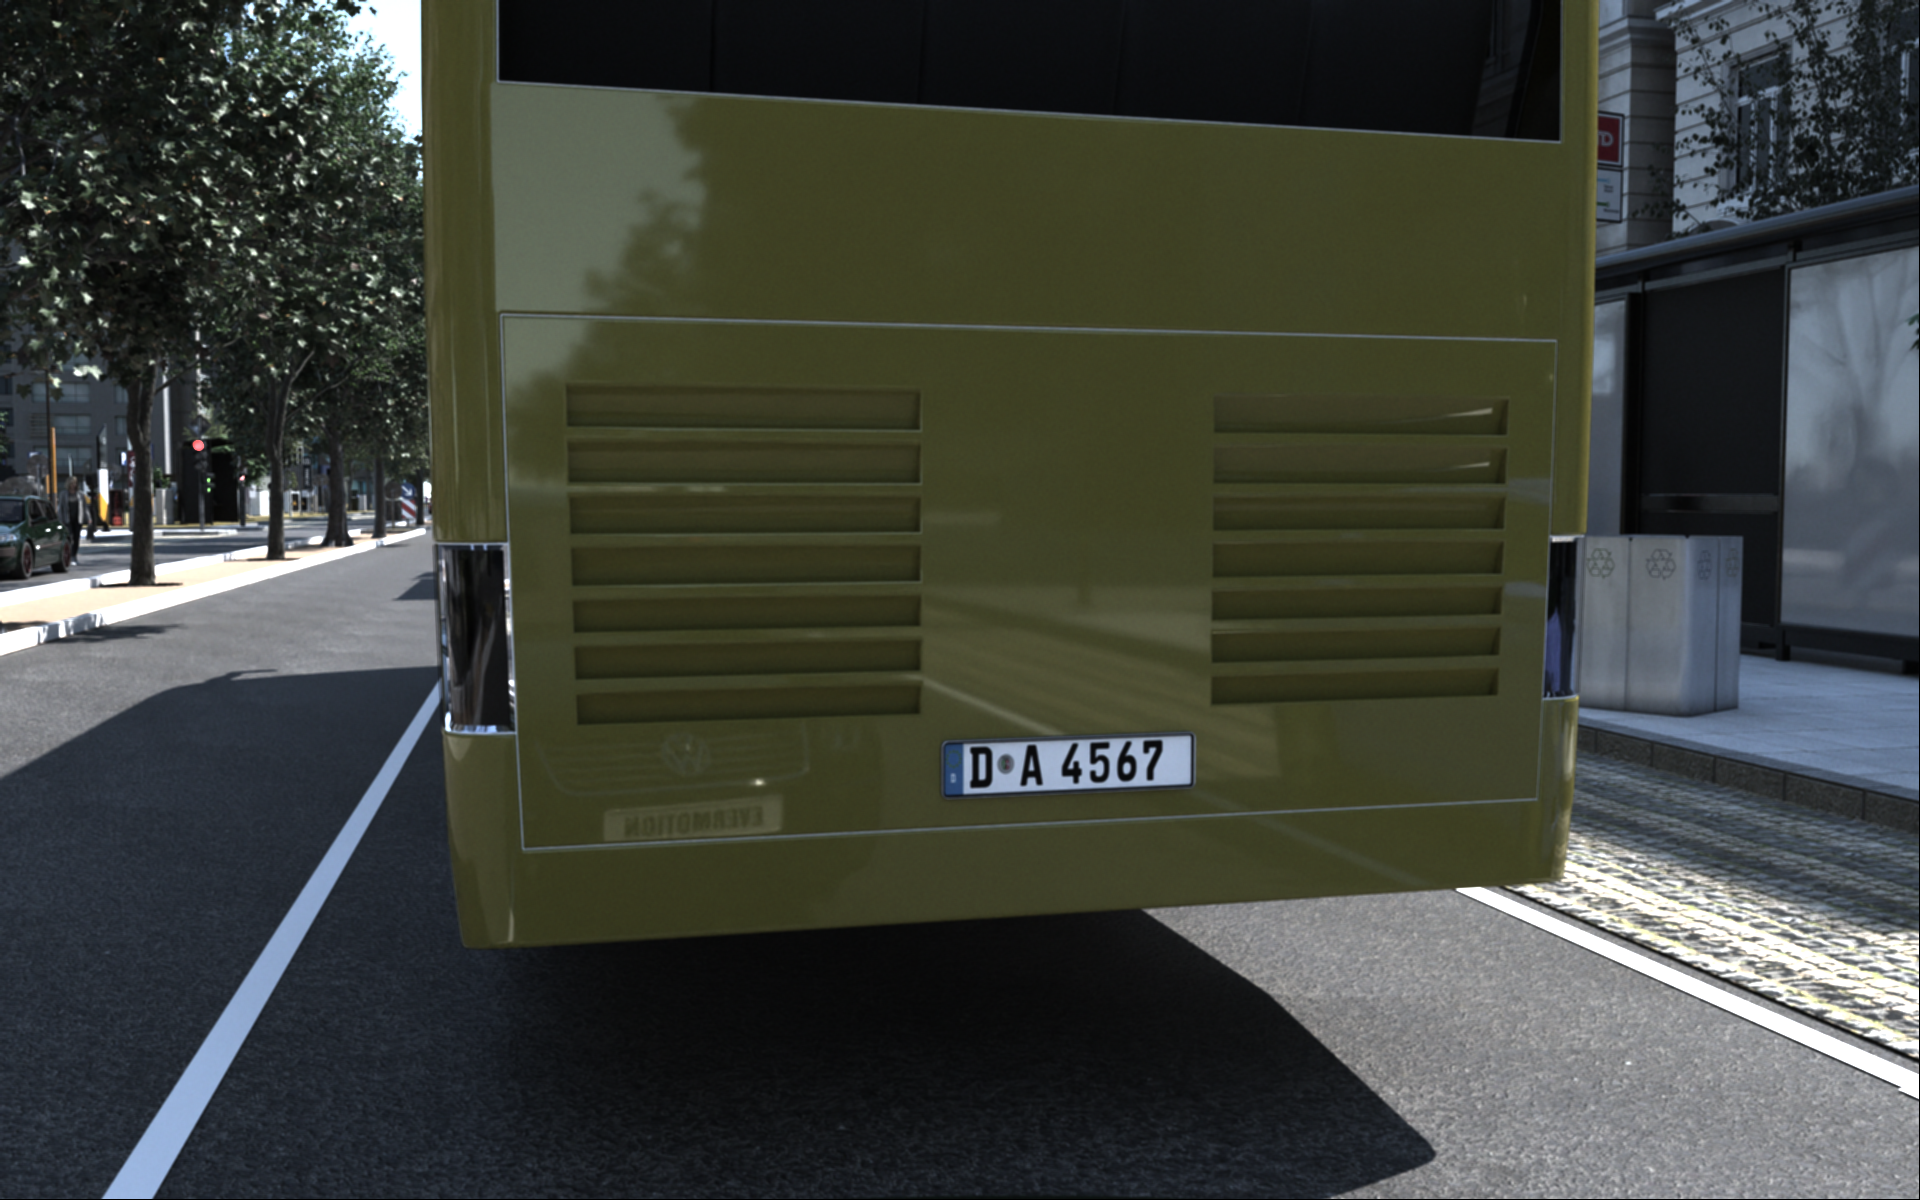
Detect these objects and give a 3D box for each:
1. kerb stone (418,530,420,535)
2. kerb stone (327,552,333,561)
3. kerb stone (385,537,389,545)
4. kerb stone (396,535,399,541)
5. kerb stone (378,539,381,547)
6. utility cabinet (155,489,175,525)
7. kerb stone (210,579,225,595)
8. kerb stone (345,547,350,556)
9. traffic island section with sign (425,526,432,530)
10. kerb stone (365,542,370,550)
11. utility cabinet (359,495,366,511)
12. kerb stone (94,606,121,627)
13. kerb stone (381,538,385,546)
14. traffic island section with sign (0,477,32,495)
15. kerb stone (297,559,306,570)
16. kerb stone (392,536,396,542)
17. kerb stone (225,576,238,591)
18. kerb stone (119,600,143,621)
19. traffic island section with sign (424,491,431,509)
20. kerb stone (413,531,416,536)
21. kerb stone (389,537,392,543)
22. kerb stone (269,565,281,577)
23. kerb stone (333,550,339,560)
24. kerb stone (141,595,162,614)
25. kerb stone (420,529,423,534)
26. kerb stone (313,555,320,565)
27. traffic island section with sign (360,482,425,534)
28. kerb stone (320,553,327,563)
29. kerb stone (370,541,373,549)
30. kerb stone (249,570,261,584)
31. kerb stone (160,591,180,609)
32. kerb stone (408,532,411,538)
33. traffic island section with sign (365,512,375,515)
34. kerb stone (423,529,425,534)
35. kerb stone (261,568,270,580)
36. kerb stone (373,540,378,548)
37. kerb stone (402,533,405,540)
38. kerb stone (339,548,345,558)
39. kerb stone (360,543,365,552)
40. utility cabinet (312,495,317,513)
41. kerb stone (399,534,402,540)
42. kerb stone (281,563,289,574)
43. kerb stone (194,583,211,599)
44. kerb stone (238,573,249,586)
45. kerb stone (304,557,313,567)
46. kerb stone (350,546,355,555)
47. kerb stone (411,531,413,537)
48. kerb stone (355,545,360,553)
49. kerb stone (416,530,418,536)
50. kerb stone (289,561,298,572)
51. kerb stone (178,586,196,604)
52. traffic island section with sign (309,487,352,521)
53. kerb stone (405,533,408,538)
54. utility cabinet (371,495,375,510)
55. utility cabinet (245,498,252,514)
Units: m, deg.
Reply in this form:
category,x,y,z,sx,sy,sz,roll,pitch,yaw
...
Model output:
category,x,y,z,sx,sy,sz,roll,pitch,yaw
kerb stone,-18.859,-2.305,59.912,0.120,0.150,1.000,-1,4,-13
kerb stone,-13.551,-0.901,36.919,0.120,0.150,1.000,-1,4,-13
kerb stone,-16.315,-1.635,48.929,0.120,0.150,1.000,-1,4,-13
kerb stone,-17.010,-1.813,51.928,0.120,0.150,1.000,-1,4,-13
kerb stone,-15.862,-1.513,46.933,0.120,0.150,1.000,-1,4,-13
utility cabinet,-32.766,-3.836,71.405,0.318,1.500,1.173,0,4,-4
kerb stone,-10.779,-0.168,24.940,0.120,0.150,1.000,-1,4,-13
kerb stone,-14.244,-1.084,39.921,0.120,0.150,1.000,-1,4,-13
traffic island section with sign,-22.214,-3.772,69.814,2.006,1.907,1.989,-1,4,-13
kerb stone,-15.159,-1.329,43.928,0.120,0.150,1.000,-1,4,-13
utility cabinet,-45.790,-7.388,131.963,1.020,1.237,0.306,0,4,6
kerb stone,-9.401,0.199,18.947,0.120,0.150,1.000,-1,4,-13
kerb stone,-16.088,-1.570,47.933,0.120,0.150,1.000,-1,4,-13
traffic island section with sign,-21.229,-1.843,38.762,1.989,1.847,2.006,-1,4,-13
kerb stone,-12.627,-0.656,32.929,0.120,0.150,1.000,-1,4,-13
kerb stone,-16.784,-1.757,50.927,0.120,0.150,1.000,-1,4,-13
kerb stone,-11.010,-0.228,25.936,0.120,0.150,1.000,-1,4,-13
kerb stone,-9.626,0.138,19.944,0.120,0.150,1.000,-1,4,-13
traffic island section with sign,-51.211,-9.785,168.617,1.989,1.847,2.006,-1,4,-13
kerb stone,-18.393,-2.185,57.920,0.120,0.150,1.000,-1,4,-13
kerb stone,-16.550,-1.696,49.932,0.120,0.150,1.000,-1,4,-13
kerb stone,-11.932,-0.474,29.940,0.120,0.150,1.000,-1,4,-13
kerb stone,-13.776,-0.959,37.918,0.120,0.150,1.000,-1,4,-13
kerb stone,-9.857,0.077,20.941,0.120,0.150,1.000,-1,4,-13
kerb stone,-19.090,-2.368,60.913,0.120,0.150,1.000,-1,4,-13
kerb stone,-13.090,-0.779,34.928,0.120,0.150,1.000,-1,4,-13
traffic island section with sign,-20.557,-3.331,62.593,2.006,1.907,1.989,-1,4,-13
kerb stone,-13.316,-0.840,35.925,0.120,0.150,1.000,-1,4,-13
kerb stone,-15.402,-1.391,44.936,0.120,0.150,1.000,-1,4,-13
kerb stone,-11.473,-0.351,27.942,0.120,0.150,1.000,-1,4,-13
kerb stone,-10.092,0.015,21.952,0.120,0.150,1.000,-1,4,-13
kerb stone,-17.931,-2.061,55.927,0.120,0.150,1.000,-1,4,-13
traffic island section with sign,-39.758,-6.753,119.041,1.989,1.847,2.006,-1,4,-13
kerb stone,-19.318,-2.427,61.910,0.120,0.150,1.000,-1,4,-13
kerb stone,-11.713,-0.412,28.941,0.120,0.150,1.000,-1,4,-13
kerb stone,-15.630,-1.448,45.935,0.120,0.150,1.000,-1,4,-13
kerb stone,-17.477,-1.936,53.932,0.120,0.150,1.000,-1,4,-13
kerb stone,-14.007,-1.023,38.926,0.120,0.150,1.000,-1,4,-13
kerb stone,-14.932,-1.268,42.928,0.120,0.150,1.000,-1,4,-13
utility cabinet,-43.986,-6.561,118.430,0.306,1.237,1.020,0,4,-2
kerb stone,-17.240,-1.880,52.925,0.120,0.150,1.000,-1,4,-13
kerb stone,-12.170,-0.535,30.936,0.120,0.150,1.000,-1,4,-13
kerb stone,-10.556,-0.107,23.942,0.120,0.150,1.000,-1,4,-13
kerb stone,-11.246,-0.286,26.942,0.120,0.150,1.000,-1,4,-13
kerb stone,-12.858,-0.718,33.928,0.120,0.150,1.000,-1,4,-13
kerb stone,-14.472,-1.145,40.922,0.120,0.150,1.000,-1,4,-13
kerb stone,-18.164,-2.124,56.923,0.120,0.150,1.000,-1,4,-13
kerb stone,-14.709,-1.205,41.923,0.120,0.150,1.000,-1,4,-13
kerb stone,-18.628,-2.242,58.915,0.120,0.150,1.000,-1,4,-13
kerb stone,-12.400,-0.596,31.932,0.120,0.150,1.000,-1,4,-13
kerb stone,-10.324,-0.046,22.947,0.120,0.150,1.000,-1,4,-13
traffic island section with sign,-33.706,-5.146,92.772,1.989,1.847,2.006,-1,4,-13
kerb stone,-17.703,-2.002,54.931,0.120,0.150,1.000,-1,4,-13
utility cabinet,-47.073,-7.877,139.956,1.020,1.237,0.306,2,4,26
utility cabinet,-44.987,-6.017,109.534,1.020,1.237,0.306,0,4,-7
